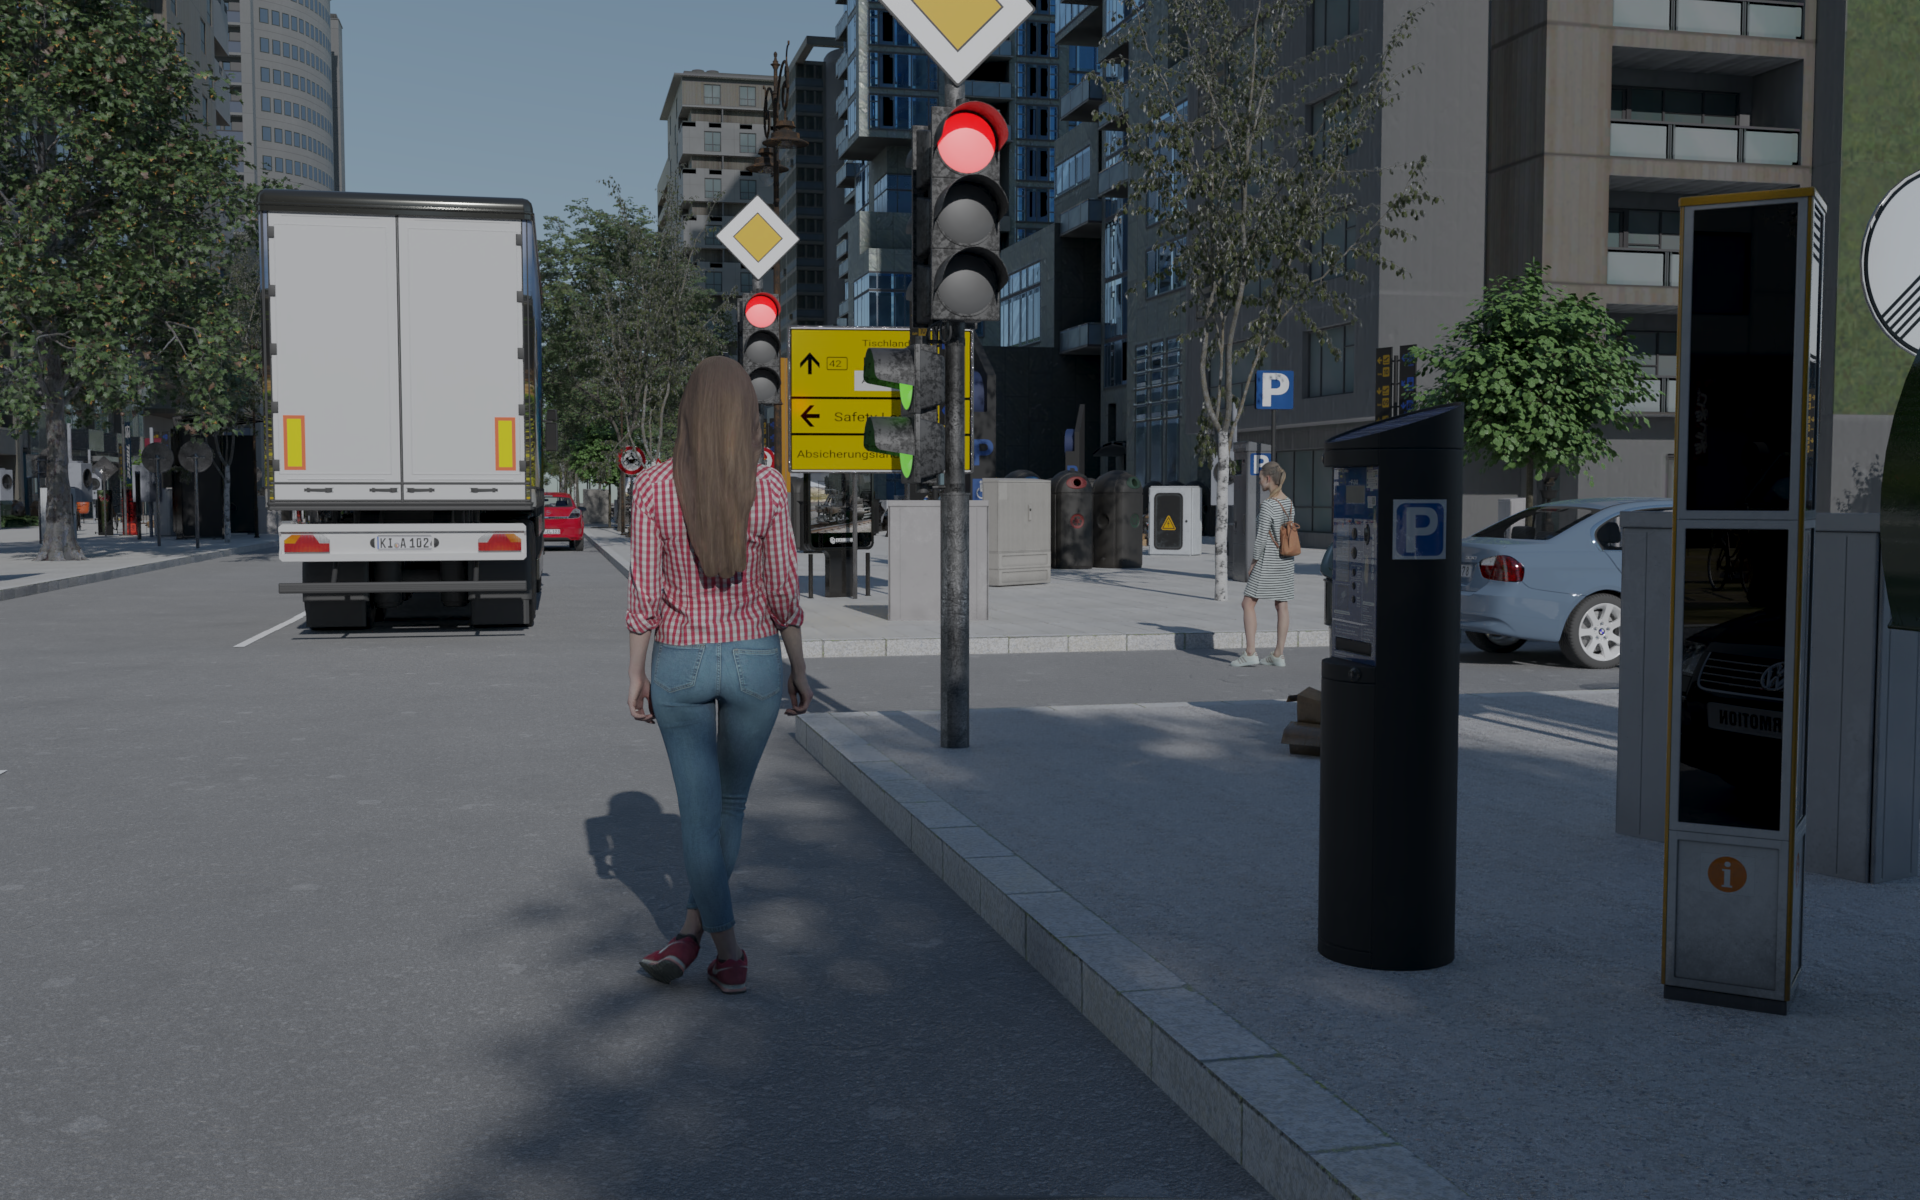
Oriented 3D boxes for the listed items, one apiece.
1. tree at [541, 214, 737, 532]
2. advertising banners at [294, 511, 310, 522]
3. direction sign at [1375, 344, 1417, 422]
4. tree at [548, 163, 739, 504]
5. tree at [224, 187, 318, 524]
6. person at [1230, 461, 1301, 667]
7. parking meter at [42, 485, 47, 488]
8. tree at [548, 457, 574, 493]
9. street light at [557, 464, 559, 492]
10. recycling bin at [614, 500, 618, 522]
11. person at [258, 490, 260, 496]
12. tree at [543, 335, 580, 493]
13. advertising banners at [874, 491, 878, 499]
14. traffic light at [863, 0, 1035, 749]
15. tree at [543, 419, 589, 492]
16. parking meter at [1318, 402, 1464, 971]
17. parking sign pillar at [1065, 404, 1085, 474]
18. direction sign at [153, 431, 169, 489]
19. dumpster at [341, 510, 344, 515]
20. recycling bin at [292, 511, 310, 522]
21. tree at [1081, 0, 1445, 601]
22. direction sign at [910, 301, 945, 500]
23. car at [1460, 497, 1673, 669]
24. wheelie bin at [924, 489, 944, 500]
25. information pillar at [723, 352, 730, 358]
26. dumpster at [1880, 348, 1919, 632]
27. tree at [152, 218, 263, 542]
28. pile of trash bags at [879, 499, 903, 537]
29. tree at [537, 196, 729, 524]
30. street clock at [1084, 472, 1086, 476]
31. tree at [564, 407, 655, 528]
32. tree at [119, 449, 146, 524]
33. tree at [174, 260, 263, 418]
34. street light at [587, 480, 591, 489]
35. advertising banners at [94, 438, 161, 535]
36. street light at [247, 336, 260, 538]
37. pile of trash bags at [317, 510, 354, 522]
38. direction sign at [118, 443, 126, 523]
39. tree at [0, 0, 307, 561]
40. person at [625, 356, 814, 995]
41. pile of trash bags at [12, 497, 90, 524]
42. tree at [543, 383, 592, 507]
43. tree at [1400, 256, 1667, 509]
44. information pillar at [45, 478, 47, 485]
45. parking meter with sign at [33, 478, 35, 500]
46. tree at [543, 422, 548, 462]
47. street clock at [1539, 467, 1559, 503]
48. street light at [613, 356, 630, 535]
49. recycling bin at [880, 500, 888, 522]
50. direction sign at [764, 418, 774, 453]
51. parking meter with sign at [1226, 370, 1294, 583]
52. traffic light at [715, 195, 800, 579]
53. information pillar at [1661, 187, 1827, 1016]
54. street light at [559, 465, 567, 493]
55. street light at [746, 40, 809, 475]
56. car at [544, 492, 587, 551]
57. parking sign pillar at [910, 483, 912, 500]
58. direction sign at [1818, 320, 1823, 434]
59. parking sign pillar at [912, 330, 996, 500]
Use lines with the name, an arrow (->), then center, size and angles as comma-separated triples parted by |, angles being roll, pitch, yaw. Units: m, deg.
tree -> -11.526, -7.594, 58.578 | 8.767, 10.594, 7.601 | -1, 4, -14
advertising banners -> -29.374, -4.938, 76.919 | 0.090, 3.025, 2.074 | -3, 5, -42
direction sign -> 6.677, -2.117, 26.610 | 0.379, 3.537, 0.876 | -2, 4, -28
tree -> -6.995, -5.433, 39.189 | 4.360, 8.622, 3.978 | 0, 3, 0
tree -> -26.602, -9.795, 70.512 | 12.009, 13.543, 11.850 | 0, 3, 0
person -> 2.596, -0.300, 14.410 | 0.522, 1.701, 0.512 | 3, 5, 41
parking meter -> -25.852, -2.494, 49.186 | 0.372, 1.533, 0.369 | 0, 3, 0
tree -> -49.847, -16.299, 216.850 | 4.737, 8.622, 4.395 | 0, 3, 0
street light -> -48.308, -14.457, 209.151 | 0.468, 5.910, 1.993 | -1, 4, -14
recycling bin -> -15.323, -4.064, 79.007 | 0.722, 1.027, 0.722 | -2, 4, -31
person -> -65.842, -9.426, 162.625 | 0.705, 1.823, 1.348 | -2, 4, -30
tree -> -43.849, -20.833, 196.513 | 12.611, 20.169, 13.585 | 0, 3, 0
advertising banners -> -4.233, -4.345, 67.230 | 2.074, 3.025, 0.090 | 0, 4, -5
traffic light -> -0.045, -1.208, 8.679 | 0.839, 4.253, 0.868 | -1, 4, -14
tree -> -52.628, -19.041, 228.319 | 9.611, 12.733, 9.660 | 0, 3, 0
parking meter -> 1.188, 0.221, 4.790 | 0.372, 1.533, 0.369 | 0, 3, 0
parking sign pillar -> 3.415, -3.851, 51.441 | 1.447, 3.967, 1.447 | 1, 4, 11
direction sign -> -28.911, -4.327, 62.749 | 0.876, 3.537, 0.379 | 2, 4, 32
dumpster -> -29.886, -4.910, 82.765 | 1.502, 2.255, 1.985 | -1, 4, -14
recycling bin -> -30.664, -4.177, 80.842 | 0.722, 1.027, 0.722 | 0, 4, 8
tree -> 3.375, -4.303, 20.723 | 4.360, 8.622, 3.978 | 0, 3, 0
direction sign -> -0.287, -1.704, 19.862 | 0.379, 3.537, 0.876 | -3, 5, -41
car -> 6.275, -0.198, 15.246 | 4.499, 1.417, 2.014 | -1, 4, -14
wheelie bin -> -0.725, -3.052, 57.807 | 0.980, 1.594, 0.693 | 0, 4, -1
information pillar -> -3.765, -2.275, 28.543 | 0.183, 3.616, 0.504 | -2, 4, -31
dumpster -> 2.957, -0.034, 3.050 | 1.502, 2.255, 1.985 | -1, 4, -14
tree -> -19.482, -5.845, 45.932 | 4.360, 8.622, 3.978 | 0, 3, 0
pile of trash bags -> -0.613, -2.550, 51.445 | 3.447, 1.369, 1.912 | 3, 5, 40
tree -> -14.433, -10.258, 74.380 | 9.857, 13.997, 8.962 | 0, 3, 0
street clock -> 3.674, -2.985, 53.379 | 0.358, 2.002, 0.471 | 2, 4, 35
tree -> -13.266, -5.010, 65.634 | 4.285, 4.588, 4.351 | 0, 3, 0
tree -> -35.329, -4.889, 74.533 | 1.663, 3.219, 1.824 | 0, 3, 0
tree -> -23.715, -7.709, 60.453 | 7.601, 10.594, 8.767 | 0, 4, -7
street light -> -19.729, -7.270, 91.655 | 0.468, 5.910, 1.993 | -1, 4, -14
advertising banners -> -25.754, -3.514, 53.640 | 2.074, 3.025, 0.090 | 0, 4, -3
street light -> -20.603, -4.757, 50.571 | 0.468, 5.910, 1.993 | -1, 4, -14
pile of trash bags -> -27.981, -4.177, 78.046 | 1.912, 1.369, 3.447 | -1, 4, -21
direction sign -> -37.545, -5.243, 77.712 | 0.379, 3.537, 0.876 | 0, 4, -6
tree -> -17.503, -7.109, 33.240 | 9.611, 12.733, 9.660 | 0, 3, 0
person -> -0.688, 0.214, 5.012 | 0.555, 1.821, 0.388 | -2, 4, -26
pile of trash bags -> -38.762, -3.897, 73.461 | 3.447, 1.369, 1.912 | -2, 4, -25
tree -> -31.557, -13.224, 141.969 | 9.928, 11.665, 9.643 | 0, 3, 0
tree -> 7.911, -2.452, 23.810 | 4.285, 4.588, 4.351 | 0, 3, 0
information pillar -> -27.331, -2.916, 52.171 | 0.304, 2.012, 0.304 | -3, 4, -39
parking meter with sign -> -40.544, -4.974, 77.586 | 1.738, 3.016, 0.543 | -1, 4, -23
tree -> -27.801, -10.611, 123.857 | 4.360, 8.622, 3.978 | 0, 3, 0
street clock -> 11.100, -1.718, 32.662 | 0.358, 2.002, 0.471 | 0, 4, 0
street light -> -10.481, -4.948, 53.688 | 0.468, 5.910, 1.993 | -1, 4, -14
recycling bin -> -2.810, -3.552, 70.627 | 0.722, 1.027, 0.722 | -2, 4, -28
direction sign -> -5.730, -3.664, 51.899 | 0.379, 3.537, 0.876 | -3, 4, -37
parking meter with sign -> 4.312, -1.778, 25.324 | 0.543, 3.016, 1.738 | -1, 4, -8
traffic light -> -1.931, -1.683, 16.439 | 0.839, 4.253, 0.868 | -1, 4, -14
information pillar -> 1.983, 0.006, 4.389 | 0.304, 2.012, 0.304 | 2, 4, 31
street light -> -39.574, -12.270, 173.396 | 0.468, 5.910, 1.993 | -1, 4, -14
street light -> -1.928, -2.782, 18.274 | 0.468, 5.910, 1.993 | -1, 4, -14
car -> -10.722, -2.185, 44.761 | 2.155, 1.783, 4.494 | -1, 4, -15
parking sign pillar -> -1.411, -4.579, 63.333 | 1.447, 3.967, 1.447 | 3, 5, 39
direction sign -> 10.806, -1.864, 22.472 | 0.876, 3.537, 0.379 | -1, 4, -21
parking sign pillar -> 0.180, -2.361, 27.070 | 1.447, 3.967, 1.447 | -1, 4, -16
